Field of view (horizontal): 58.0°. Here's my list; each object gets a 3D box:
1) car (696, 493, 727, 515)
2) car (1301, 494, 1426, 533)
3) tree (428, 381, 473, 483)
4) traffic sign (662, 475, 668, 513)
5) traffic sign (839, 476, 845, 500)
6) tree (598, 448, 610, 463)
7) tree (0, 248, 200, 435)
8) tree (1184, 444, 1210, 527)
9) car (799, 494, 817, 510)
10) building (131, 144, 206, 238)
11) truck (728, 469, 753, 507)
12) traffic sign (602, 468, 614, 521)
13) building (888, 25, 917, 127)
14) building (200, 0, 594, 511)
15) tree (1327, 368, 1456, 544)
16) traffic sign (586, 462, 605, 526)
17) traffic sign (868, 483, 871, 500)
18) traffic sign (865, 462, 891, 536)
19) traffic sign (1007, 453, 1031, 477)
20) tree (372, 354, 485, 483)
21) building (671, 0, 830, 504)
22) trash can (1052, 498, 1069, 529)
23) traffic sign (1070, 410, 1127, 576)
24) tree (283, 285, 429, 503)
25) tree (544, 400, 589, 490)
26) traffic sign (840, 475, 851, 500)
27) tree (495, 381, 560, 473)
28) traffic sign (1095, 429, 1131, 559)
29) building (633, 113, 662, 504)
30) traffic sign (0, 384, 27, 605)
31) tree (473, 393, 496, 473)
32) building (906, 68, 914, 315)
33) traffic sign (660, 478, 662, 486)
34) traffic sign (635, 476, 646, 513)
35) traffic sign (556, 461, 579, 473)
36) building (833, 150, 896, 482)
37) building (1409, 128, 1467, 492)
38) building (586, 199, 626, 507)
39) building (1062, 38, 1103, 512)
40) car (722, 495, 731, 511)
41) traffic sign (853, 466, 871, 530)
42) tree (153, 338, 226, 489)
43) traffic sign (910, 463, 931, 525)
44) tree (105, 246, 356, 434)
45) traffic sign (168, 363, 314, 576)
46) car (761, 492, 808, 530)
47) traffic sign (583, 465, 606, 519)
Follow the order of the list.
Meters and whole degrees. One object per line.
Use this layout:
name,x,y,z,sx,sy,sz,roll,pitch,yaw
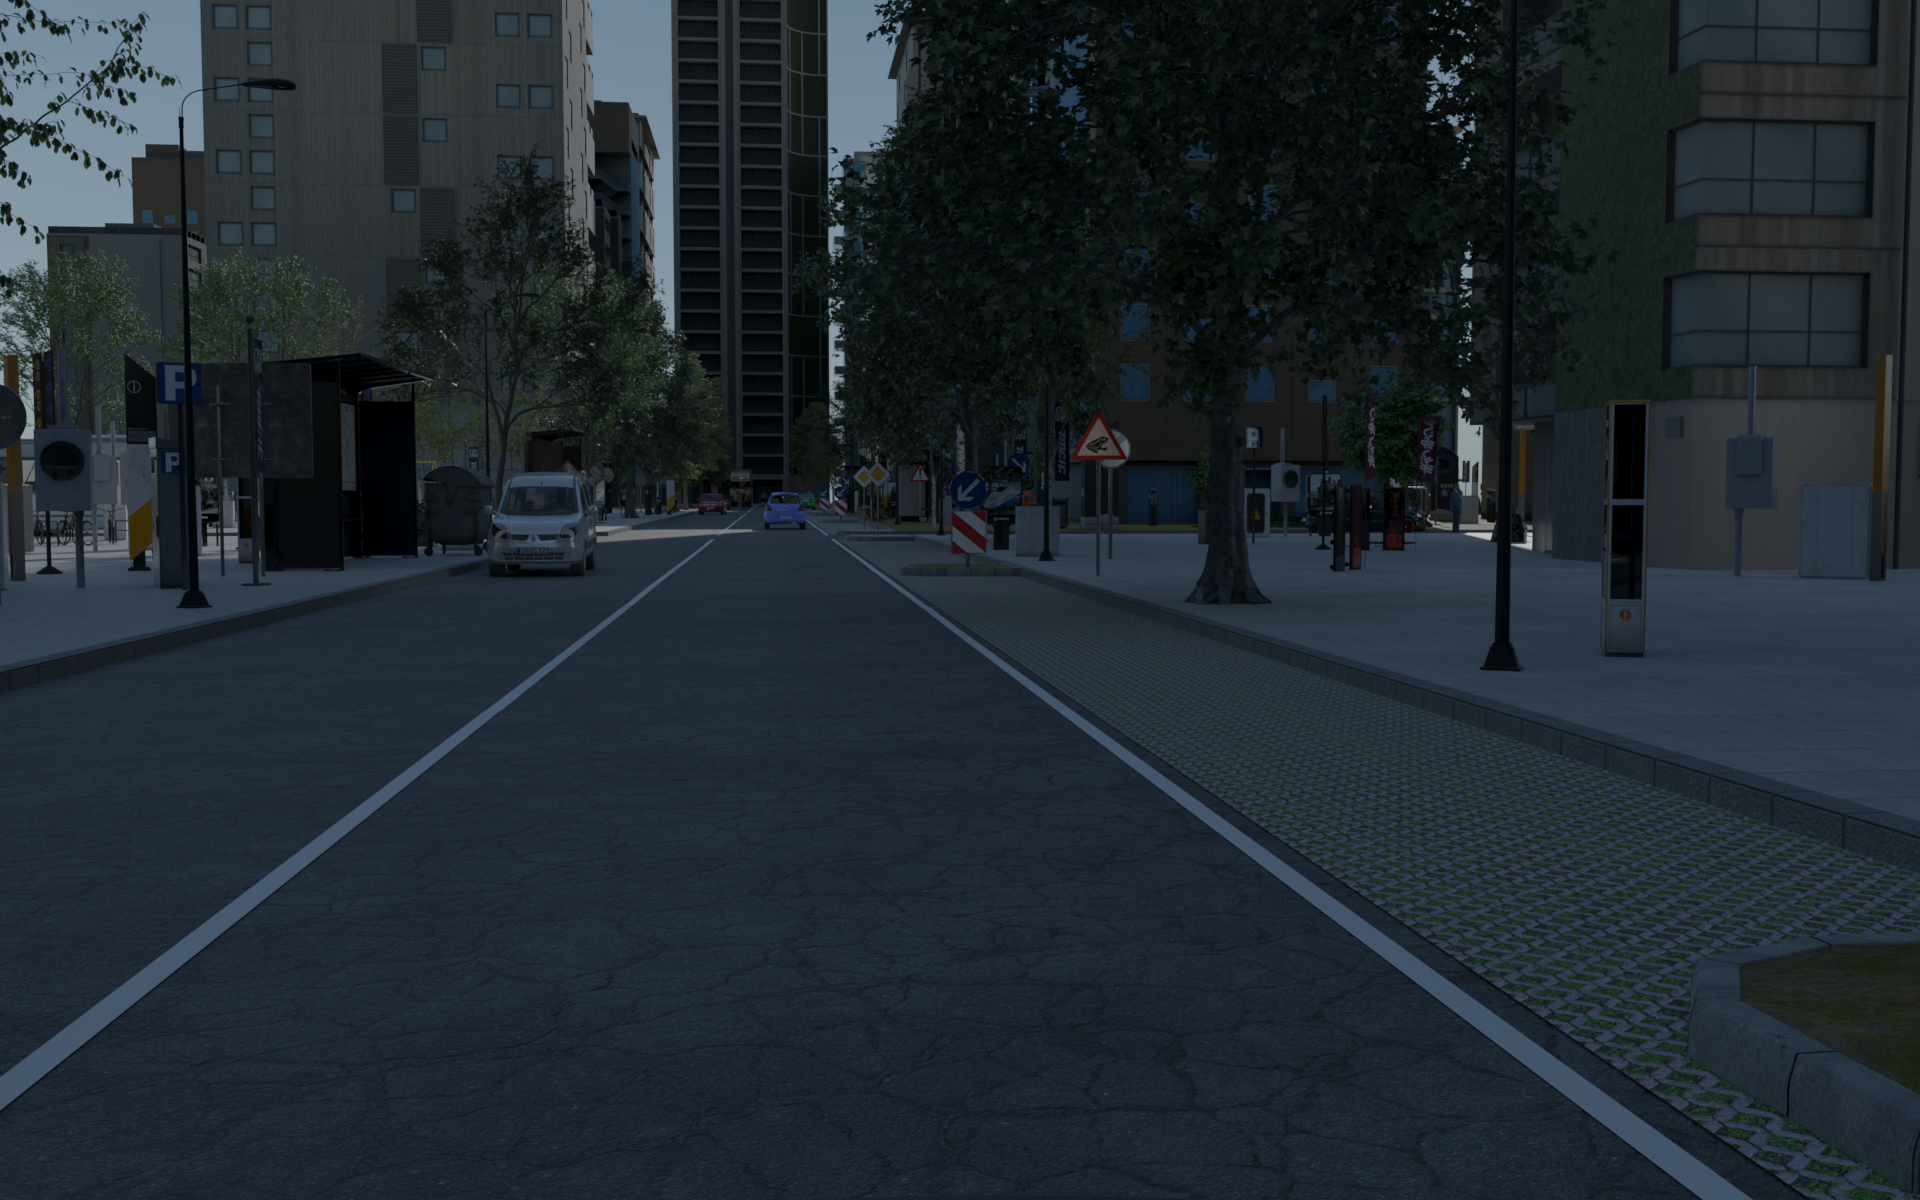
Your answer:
car,-17.289,-6.842,120.902,2.155,1.783,4.494,0,4,-4
car,13.782,-3.023,59.217,4.222,1.686,2.009,0,4,-5
tree,-29.751,-8.839,94.884,4.360,8.622,3.978,0,3,0
traffic sign,-19.544,-7.072,115.725,0.768,2.556,0.104,0,4,-5
traffic sign,-7.938,-7.269,118.955,0.768,2.556,0.104,0,4,0
tree,-27.305,-10.894,128.475,4.360,8.622,3.978,0,3,0
tree,-37.610,-8.997,72.863,9.928,11.665,9.643,0,3,0
tree,9.512,-4.435,67.109,1.663,3.219,1.824,0,3,0
car,-13.585,-8.788,152.483,1.959,1.807,4.718,0,4,-5
building,-97.197,-35.173,225.187,14.200,45.320,14.600,0,4,-6
truck,-25.093,-12.815,198.433,2.839,4.237,11.283,0,4,-6
traffic sign,-17.025,-5.086,83.263,0.768,2.556,0.104,0,4,-5
building,7.308,-36.841,191.587,28.713,52.752,27.495,0,4,-6
building,-45.314,-34.014,145.367,28.713,52.752,27.495,0,4,-6
tree,11.220,-3.752,45.058,4.285,4.588,4.351,0,3,0
traffic sign,-14.530,-4.214,69.006,0.768,2.556,0.104,0,3,0
traffic sign,-5.733,-6.823,111.654,0.768,2.556,0.104,0,4,1
traffic sign,-2.532,-3.044,53.404,0.795,2.450,0.064,0,4,-6
traffic sign,1.824,-3.272,53.611,0.768,2.556,0.104,0,4,0
tree,-27.050,-8.524,89.737,4.737,8.622,4.395,0,3,0
building,-28.194,-48.794,236.028,20.611,71.187,20.563,0,4,-6
trash can,3.678,-3.196,63.906,0.748,1.137,0.748,0,3,0
traffic sign,2.155,-1.650,26.976,0.884,2.594,0.081,0,4,3
tree,-22.281,-6.835,62.122,4.360,8.622,3.978,0,3,0
tree,-26.571,-10.340,119.427,4.737,8.622,4.395,0,3,0
traffic sign,-7.740,-7.177,117.442,0.768,2.556,0.104,0,4,-1
tree,-27.973,-9.992,113.737,4.360,8.622,3.978,0,3,0
traffic sign,2.969,-2.081,34.125,0.768,2.556,0.104,0,4,1
building,-53.359,-39.612,236.898,27.495,52.752,28.713,0,4,-6
traffic sign,-11.107,-1.211,19.905,0.768,2.556,0.104,0,4,-2
tree,-32.693,-10.286,118.537,4.360,8.622,3.978,0,3,0
building,2.202,-31.807,170.150,14.600,45.320,14.200,0,4,-6
traffic sign,-21.851,-7.831,128.148,0.768,2.556,0.104,0,4,-3
traffic sign,-22.110,-7.330,119.949,0.768,2.556,0.104,0,4,-5
traffic sign,-11.874,-2.983,52.410,0.795,2.450,0.064,0,4,-6
building,-2.328,-37.978,240.553,30.456,49.044,23.786,0,4,-6
building,43.123,-33.271,198.604,28.867,44.769,22.147,0,4,-6
building,-40.247,-24.221,167.722,14.160,30.474,14.107,0,4,-6
building,3.996,-30.933,155.862,14.600,45.320,14.200,0,4,-6
car,-20.728,-8.390,149.750,1.945,1.354,3.894,0,4,-6
traffic sign,-3.397,-3.529,61.342,0.795,2.450,0.064,0,4,-6
tree,-36.271,-8.093,82.684,4.737,8.622,4.395,0,3,0
traffic sign,-1.667,-4.450,72.754,0.884,2.594,0.081,0,4,2
tree,-29.263,-8.937,71.868,9.928,11.665,9.643,0,3,0
traffic sign,-11.189,-2.022,26.938,2.265,3.308,0.079,0,4,2
car,-7.204,-3.763,71.122,1.945,1.707,3.694,0,4,-7
traffic sign,-12.739,-3.468,60.349,0.795,2.450,0.064,0,4,-6
